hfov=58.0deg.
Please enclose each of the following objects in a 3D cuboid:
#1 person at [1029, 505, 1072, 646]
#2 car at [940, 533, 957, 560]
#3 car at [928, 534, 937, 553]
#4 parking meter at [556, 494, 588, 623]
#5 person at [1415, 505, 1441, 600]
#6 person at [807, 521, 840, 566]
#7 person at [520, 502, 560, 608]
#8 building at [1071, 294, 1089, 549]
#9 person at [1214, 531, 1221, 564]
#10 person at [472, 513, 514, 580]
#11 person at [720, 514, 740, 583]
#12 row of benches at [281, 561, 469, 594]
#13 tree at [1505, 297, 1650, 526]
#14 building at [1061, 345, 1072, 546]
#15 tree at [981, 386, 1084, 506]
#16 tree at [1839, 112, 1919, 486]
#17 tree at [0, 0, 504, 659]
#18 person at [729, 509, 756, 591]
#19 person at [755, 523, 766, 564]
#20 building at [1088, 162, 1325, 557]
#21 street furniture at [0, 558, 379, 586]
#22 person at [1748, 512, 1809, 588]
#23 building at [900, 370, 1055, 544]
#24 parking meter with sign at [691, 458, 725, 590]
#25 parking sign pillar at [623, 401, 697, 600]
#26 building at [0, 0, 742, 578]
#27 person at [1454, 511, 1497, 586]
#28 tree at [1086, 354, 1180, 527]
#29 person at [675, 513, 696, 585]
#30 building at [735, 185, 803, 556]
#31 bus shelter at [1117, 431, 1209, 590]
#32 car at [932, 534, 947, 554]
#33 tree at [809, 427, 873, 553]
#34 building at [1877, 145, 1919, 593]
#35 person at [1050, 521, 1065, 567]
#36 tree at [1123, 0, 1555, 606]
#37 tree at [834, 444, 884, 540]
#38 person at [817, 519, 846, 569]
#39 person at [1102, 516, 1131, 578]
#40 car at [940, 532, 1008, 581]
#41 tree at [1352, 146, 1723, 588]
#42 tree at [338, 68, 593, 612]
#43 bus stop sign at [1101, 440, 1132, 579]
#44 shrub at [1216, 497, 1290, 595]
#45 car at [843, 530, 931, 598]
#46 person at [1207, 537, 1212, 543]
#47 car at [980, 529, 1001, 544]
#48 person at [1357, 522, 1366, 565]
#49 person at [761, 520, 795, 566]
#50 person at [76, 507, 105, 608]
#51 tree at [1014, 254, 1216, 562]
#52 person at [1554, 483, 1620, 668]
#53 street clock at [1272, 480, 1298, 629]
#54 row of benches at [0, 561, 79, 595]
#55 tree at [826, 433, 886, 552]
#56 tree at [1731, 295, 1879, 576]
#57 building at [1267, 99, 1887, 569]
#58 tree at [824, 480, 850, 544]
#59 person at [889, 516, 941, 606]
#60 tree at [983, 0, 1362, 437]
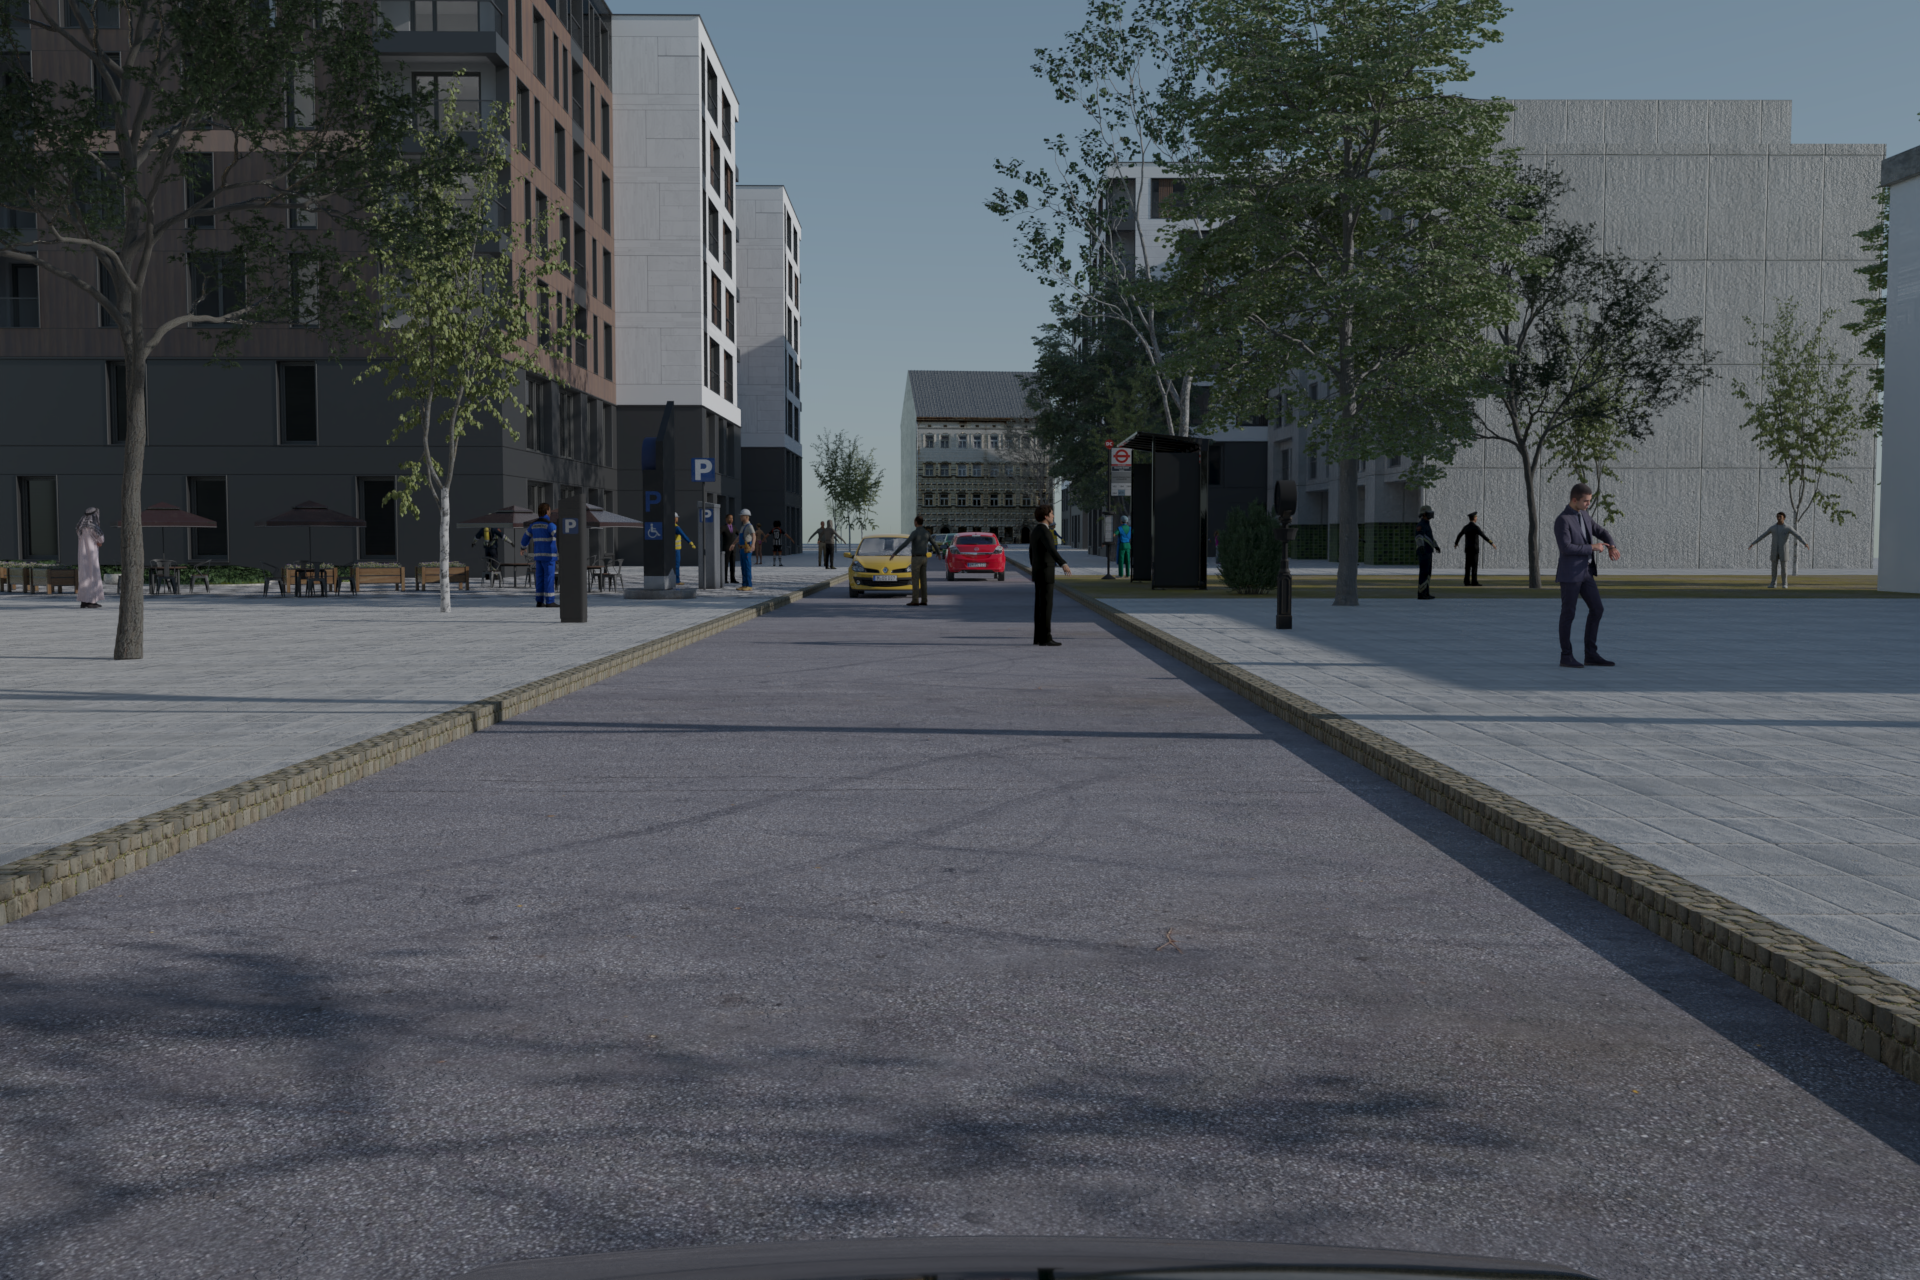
[{"bbox_3d":[1.107,-0.833,22.269,0.705,1.806,1.347,-1,4,-16],"label":"person"},{"bbox_3d":[-0.139,-5.511,98.901,1.959,1.807,4.718,0,4,-1],"label":"car"},{"bbox_3d":[-1.542,-7.389,130.604,2.009,1.686,4.222,0,3,0],"label":"car"},{"bbox_3d":[-5.623,-1.185,25.084,0.399,1.863,0.255,0,4,0],"label":"parking meter"},{"bbox_3d":[9.147,-1.717,33.938,0.704,1.845,1.351,2,4,29],"label":"person"},{"bbox_3d":[-5.439,-3.820,68.732,1.348,1.796,0.705,-2,4,-24],"label":"person"},{"bbox_3d":[-7.227,-1.485,30.253,1.345,1.831,0.704,2,4,31],"label":"person"},{"bbox_3d":[24.338,-19.585,164.181,27.936,21.610,32.646,0,4,0],"label":"building"},{"bbox_3d":[11.124,-3.978,74.312,0.599,1.433,0.991,0,4,-6],"label":"person"},{"bbox_3d":[-13.104,-2.610,48.457,1.354,1.856,0.705,1,4,16],"label":"person"},{"bbox_3d":[-5.990,-2.376,45.073,1.346,1.802,0.704,-3,5,-42],"label":"person"},{"bbox_3d":[-12.921,-1.419,38.657,4.104,0.672,1.422,-2,4,-31],"label":"row of benches"},{"bbox_3d":[19.137,-6.275,52.954,4.737,8.622,4.395,0,3,0],"label":"tree"},{"bbox_3d":[25.678,-21.994,203.572,27.936,21.610,32.646,0,4,0],"label":"building"},{"bbox_3d":[6.820,-14.060,140.243,12.009,13.543,11.850,0,3,0],"label":"tree"},{"bbox_3d":[26.040,-7.673,43.582,7.486,12.596,7.792,0,3,0],"label":"tree"},{"bbox_3d":[-8.254,-5.091,17.659,7.601,10.594,8.767,-3,4,-39],"label":"tree"},{"bbox_3d":[-4.879,-2.041,39.230,0.705,1.847,1.347,-2,4,-29],"label":"person"},{"bbox_3d":[-8.576,-4.059,73.175,0.721,1.733,1.217,2,4,34],"label":"person"},{"bbox_3d":[22.036,-16.371,111.637,27.936,21.610,32.646,0,3,0],"label":"building"},{"bbox_3d":[-20.388,-1.842,45.744,10.072,0.657,5.734,1,4,15],"label":"street furniture"},{"bbox_3d":[19.407,-2.130,41.019,1.347,1.806,0.705,3,5,40],"label":"person"},{"bbox_3d":[2.031,-24.361,231.688,18.063,23.208,19.493,0,4,-8],"label":"building"},{"bbox_3d":[-5.847,-2.706,40.503,0.543,3.016,1.738,0,4,1],"label":"parking meter with sign"},{"bbox_3d":[-5.989,-2.814,34.476,1.447,3.967,1.447,0,4,1],"label":"parking sign pillar"},{"bbox_3d":[-24.118,-13.587,66.114,27.936,21.610,32.646,0,4,-1],"label":"building"},{"bbox_3d":[12.635,-2.246,42.662,0.705,1.837,1.347,-2,4,-30],"label":"person"},{"bbox_3d":[7.059,-7.414,71.581,4.737,8.622,4.395,0,3,0],"label":"tree"},{"bbox_3d":[-7.191,-2.305,43.658,1.349,1.833,0.705,3,5,40],"label":"person"},{"bbox_3d":[-24.200,-15.618,99.321,27.936,21.610,32.646,0,4,-1],"label":"building"},{"bbox_3d":[4.958,-3.146,42.716,1.731,3.624,6.357,0,4,1],"label":"bus shelter"},{"bbox_3d":[-1.138,-7.056,125.582,2.015,1.641,3.980,0,4,0],"label":"car"},{"bbox_3d":[-8.380,-10.336,119.360,4.737,8.622,4.395,0,3,0],"label":"tree"},{"bbox_3d":[25.291,-5.075,25.129,9.099,9.664,28.070,0,4,0],"label":"building"},{"bbox_3d":[3.732,-3.759,67.918,0.721,1.772,1.216,-2,4,-32],"label":"person"},{"bbox_3d":[6.824,-6.914,31.173,7.486,12.596,7.792,0,3,0],"label":"tree"},{"bbox_3d":[-7.939,-11.544,139.104,4.737,8.622,4.395,0,3,0],"label":"tree"},{"bbox_3d":[-4.736,-3.493,63.233,1.348,1.813,0.705,3,4,36],"label":"person"},{"bbox_3d":[4.793,-2.735,50.844,1.347,1.817,0.704,-2,4,-27],"label":"person"},{"bbox_3d":[0.455,-2.768,54.289,2.155,1.783,4.494,0,4,-1],"label":"car"},{"bbox_3d":[13.682,-6.528,41.150,8.767,10.594,7.601,0,4,0],"label":"tree"},{"bbox_3d":[-8.374,-4.774,28.423,4.737,8.622,4.395,0,3,0],"label":"tree"},{"bbox_3d":[4.430,-3.688,48.995,0.855,3.939,0.416,0,4,-1],"label":"bus stop sign"},{"bbox_3d":[6.234,-2.011,36.929,1.661,2.075,1.752,0,3,0],"label":"shrub"},{"bbox_3d":[-1.661,-1.834,40.213,2.015,1.641,3.980,0,3,0],"label":"car"},{"bbox_3d":[9.940,-4.000,72.121,1.216,1.740,0.721,-2,4,-27],"label":"person"},{"bbox_3d":[0.887,-4.264,79.500,2.009,1.686,4.222,0,4,-1],"label":"car"},{"bbox_3d":[16.088,-3.969,70.664,1.354,1.858,0.705,-3,5,-44],"label":"person"},{"bbox_3d":[-7.254,-3.835,68.840,1.345,1.843,0.704,0,4,6],"label":"person"},{"bbox_3d":[-15.065,-1.427,30.040,0.551,1.740,0.621,2,4,24],"label":"person"},{"bbox_3d":[7.377,-10.656,80.877,9.857,13.997,8.962,0,3,0],"label":"tree"},{"bbox_3d":[6.052,-0.620,16.631,0.683,1.767,0.568,-3,5,-40],"label":"person"},{"bbox_3d":[4.378,-1.148,23.346,0.358,2.002,0.471,0,4,0],"label":"street clock"},{"bbox_3d":[-20.468,-1.383,38.073,4.104,0.672,1.422,3,5,44],"label":"row of benches"},{"bbox_3d":[-7.835,-10.750,126.131,4.737,8.622,4.395,0,3,0],"label":"tree"},{"bbox_3d":[25.707,-6.277,52.986,4.737,8.622,4.395,0,3,0],"label":"tree"},{"bbox_3d":[25.376,-13.017,79.282,16.747,18.905,31.486,0,4,0],"label":"building"},{"bbox_3d":[-15.619,-17.151,230.774,4.360,8.622,3.978,0,3,0],"label":"tree"},{"bbox_3d":[-0.838,-1.584,34.630,1.348,1.796,0.705,-3,5,-43],"label":"person"},{"bbox_3d":[6.958,-12.401,58.637,12.611,20.169,13.585,0,3,0],"label":"tree"}]
